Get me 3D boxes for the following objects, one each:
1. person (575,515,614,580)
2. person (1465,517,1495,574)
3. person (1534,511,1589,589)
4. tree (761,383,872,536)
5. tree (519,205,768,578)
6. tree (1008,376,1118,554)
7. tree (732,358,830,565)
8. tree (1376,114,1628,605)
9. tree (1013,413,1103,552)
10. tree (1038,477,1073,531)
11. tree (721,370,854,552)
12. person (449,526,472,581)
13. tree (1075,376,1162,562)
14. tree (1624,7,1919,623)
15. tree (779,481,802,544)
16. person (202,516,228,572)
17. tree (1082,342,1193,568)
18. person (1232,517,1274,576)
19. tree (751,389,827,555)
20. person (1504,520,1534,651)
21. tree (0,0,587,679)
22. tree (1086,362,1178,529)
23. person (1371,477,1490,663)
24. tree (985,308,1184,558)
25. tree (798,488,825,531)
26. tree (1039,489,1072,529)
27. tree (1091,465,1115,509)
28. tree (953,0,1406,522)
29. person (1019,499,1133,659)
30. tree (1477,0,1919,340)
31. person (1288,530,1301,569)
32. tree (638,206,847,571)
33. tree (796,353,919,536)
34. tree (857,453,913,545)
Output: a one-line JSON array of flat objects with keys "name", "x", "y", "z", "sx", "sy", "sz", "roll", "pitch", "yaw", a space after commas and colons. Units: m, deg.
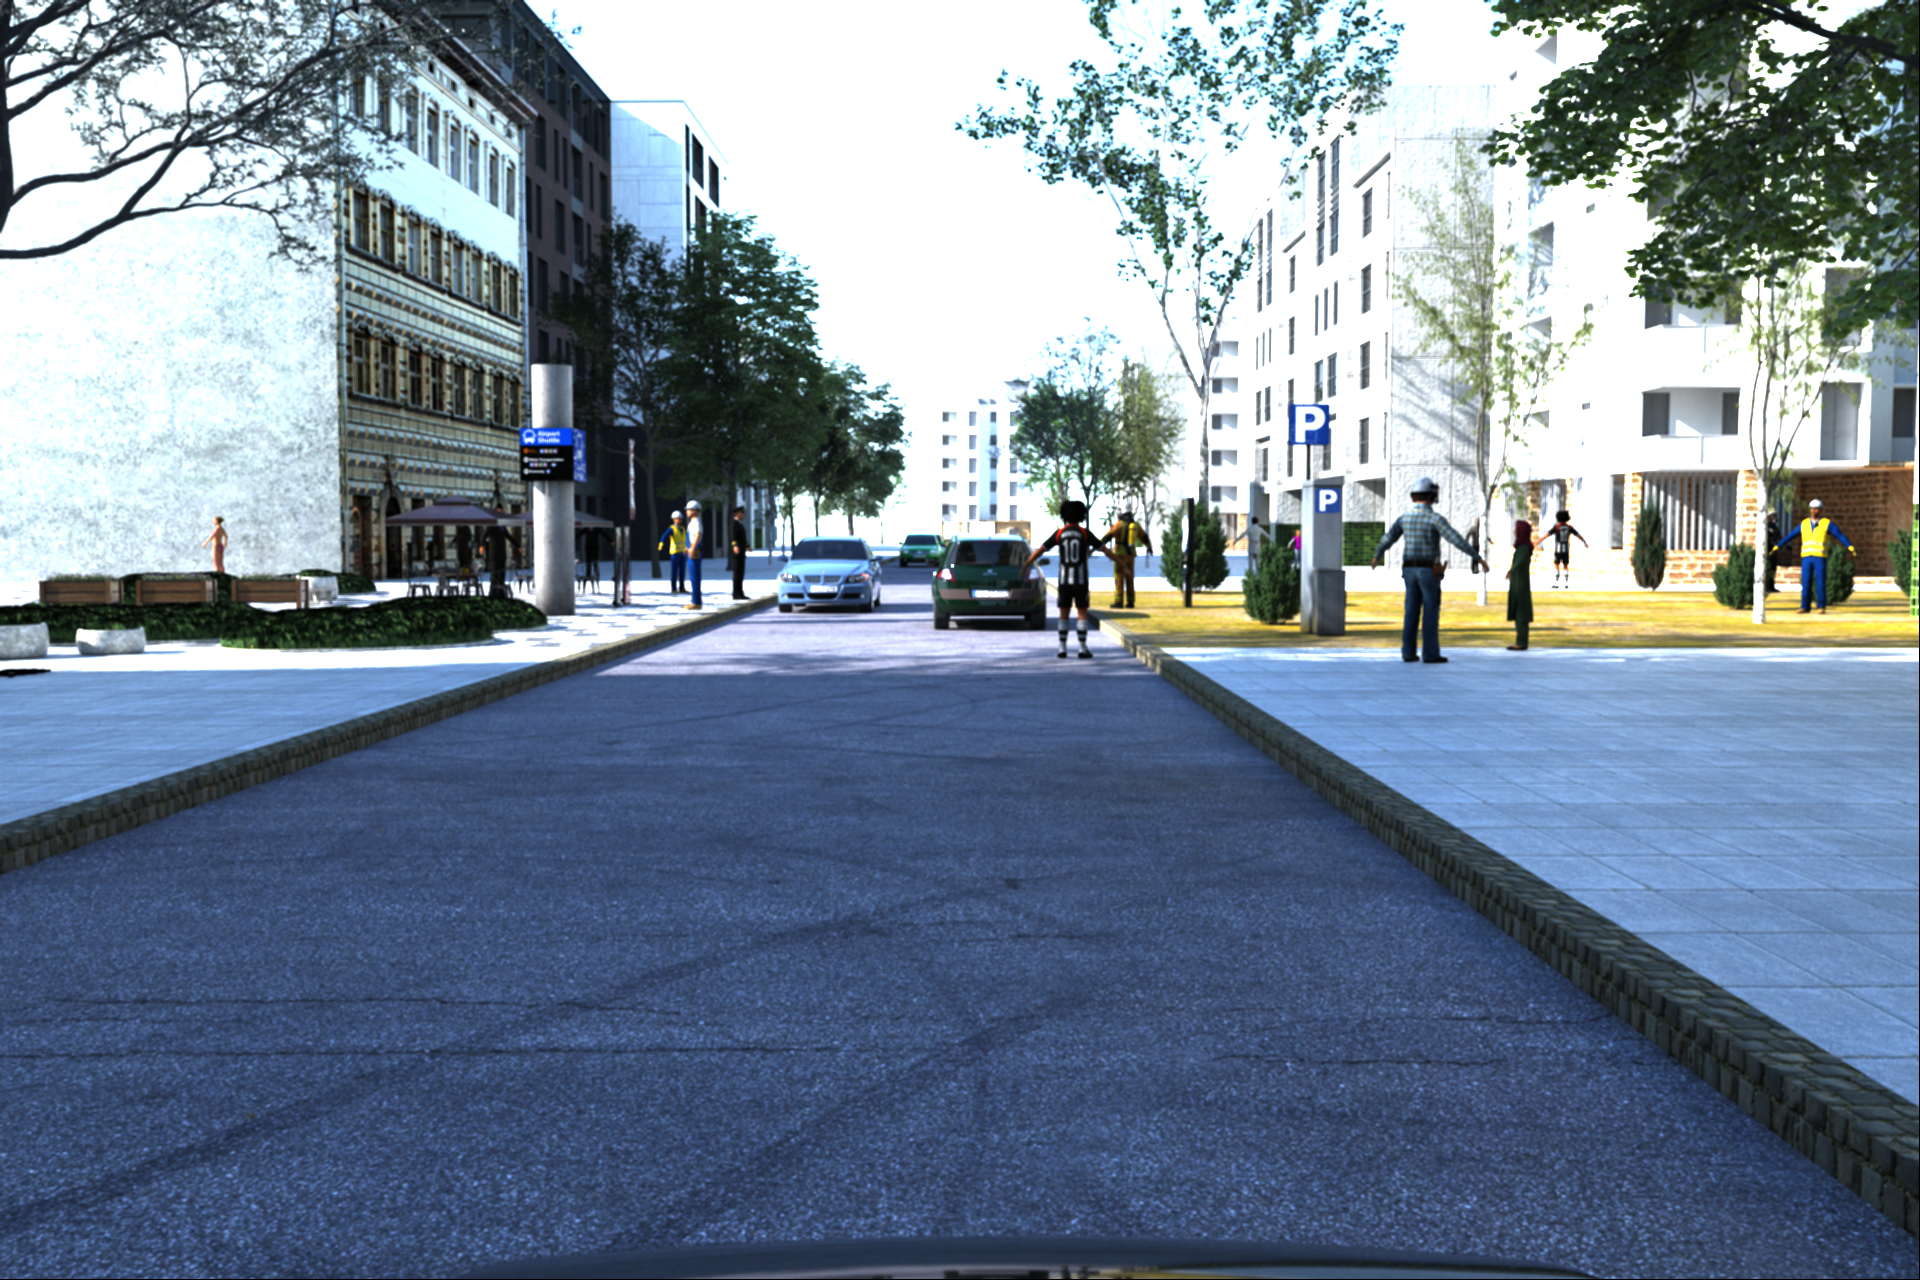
[{"name": "person", "x": -10.177, "y": -2.550, "z": 47.882, "sx": 1.347, "sy": 1.806, "sz": 0.705, "roll": 0, "pitch": 4, "yaw": -1}, {"name": "person", "x": 16.573, "y": -3.014, "z": 55.413, "sx": 1.348, "sy": 1.813, "sz": 0.705, "roll": -2, "pitch": 4, "yaw": -33}, {"name": "person", "x": 14.124, "y": -2.112, "z": 40.667, "sx": 1.345, "sy": 1.843, "sz": 0.704, "roll": 0, "pitch": 4, "yaw": 0}, {"name": "tree", "x": -8.839, "y": -10.356, "z": 103.729, "sx": 7.601, "sy": 10.594, "sz": 8.767, "roll": -3, "pitch": 5, "yaw": -43}, {"name": "tree", "x": -9.161, "y": -7.073, "z": 50.052, "sx": 7.601, "sy": 10.594, "sz": 8.767, "roll": -1, "pitch": 4, "yaw": -11}, {"name": "tree", "x": 6.749, "y": -11.456, "z": 113.057, "sx": 9.928, "sy": 11.665, "sz": 9.643, "roll": 0, "pitch": 3, "yaw": 0}, {"name": "tree", "x": -8.068, "y": -7.466, "z": 72.425, "sx": 4.360, "sy": 8.622, "sz": 3.978, "roll": 0, "pitch": 3, "yaw": 0}, {"name": "tree", "x": 9.282, "y": -4.950, "z": 31.292, "sx": 4.360, "sy": 8.622, "sz": 3.978, "roll": 0, "pitch": 3, "yaw": 0}, {"name": "tree", "x": 7.477, "y": -12.084, "z": 123.326, "sx": 9.928, "sy": 11.665, "sz": 9.643, "roll": 0, "pitch": 3, "yaw": 0}, {"name": "tree", "x": 11.659, "y": -15.910, "z": 210.488, "sx": 4.737, "sy": 8.622, "sz": 4.395, "roll": 0, "pitch": 3, "yaw": 0}, {"name": "tree", "x": -8.929, "y": -9.491, "z": 89.585, "sx": 7.601, "sy": 10.594, "sz": 8.767, "roll": 0, "pitch": 4, "yaw": 0}, {"name": "person", "x": -13.639, "y": -2.528, "z": 47.475, "sx": 0.704, "sy": 1.812, "sz": 1.346, "roll": -3, "pitch": 5, "yaw": -39}, {"name": "tree", "x": 6.947, "y": -7.947, "z": 80.300, "sx": 4.360, "sy": 8.622, "sz": 3.978, "roll": 0, "pitch": 3, "yaw": 0}, {"name": "tree", "x": 11.305, "y": -4.552, "z": 24.795, "sx": 4.360, "sy": 8.622, "sz": 3.978, "roll": 0, "pitch": 3, "yaw": 0}, {"name": "tree", "x": -21.316, "y": -16.167, "z": 214.697, "sx": 4.737, "sy": 8.622, "sz": 4.395, "roll": 0, "pitch": 3, "yaw": 0}, {"name": "person", "x": -18.940, "y": -2.279, "z": 44.069, "sx": 0.721, "sy": 1.733, "sz": 1.217, "roll": 0, "pitch": 4, "yaw": 2}, {"name": "tree", "x": 7.338, "y": -7.067, "z": 65.910, "sx": 4.360, "sy": 8.622, "sz": 3.978, "roll": 0, "pitch": 3, "yaw": 0}, {"name": "person", "x": 9.073, "y": -2.890, "z": 53.446, "sx": 1.347, "sy": 1.806, "sz": 0.705, "roll": 0, "pitch": 4, "yaw": -8}, {"name": "tree", "x": -8.386, "y": -8.022, "z": 81.517, "sx": 4.360, "sy": 8.622, "sz": 3.978, "roll": 0, "pitch": 3, "yaw": 0}, {"name": "person", "x": 6.149, "y": -0.609, "z": 19.172, "sx": 0.599, "sy": 1.438, "sz": 0.989, "roll": 2, "pitch": 4, "yaw": 26}, {"name": "tree", "x": -9.001, "y": -6.411, "z": 15.198, "sx": 12.009, "sy": 13.543, "sz": 11.850, "roll": 0, "pitch": 3, "yaw": 0}, {"name": "tree", "x": 7.414, "y": -7.597, "z": 74.570, "sx": 4.737, "sy": 8.622, "sz": 4.395, "roll": 0, "pitch": 3, "yaw": 0}, {"name": "person", "x": 4.650, "y": -0.703, "z": 17.331, "sx": 0.704, "sy": 1.849, "sz": 1.345, "roll": -3, "pitch": 5, "yaw": -42}, {"name": "tree", "x": 6.966, "y": -11.197, "z": 93.442, "sx": 12.009, "sy": 13.543, "sz": 11.850, "roll": 0, "pitch": 3, "yaw": 0}, {"name": "tree", "x": -17.220, "y": -15.890, "z": 210.165, "sx": 4.360, "sy": 8.622, "sz": 3.978, "roll": 0, "pitch": 3, "yaw": 0}, {"name": "tree", "x": 11.997, "y": -16.288, "z": 216.677, "sx": 4.737, "sy": 8.622, "sz": 4.395, "roll": 0, "pitch": 3, "yaw": 0}, {"name": "tree", "x": 20.148, "y": -17.785, "z": 216.536, "sx": 9.928, "sy": 11.665, "sz": 9.643, "roll": 0, "pitch": 3, "yaw": 0}, {"name": "tree", "x": 5.986, "y": -12.030, "z": 52.575, "sx": 12.611, "sy": 20.169, "sz": 13.585, "roll": 0, "pitch": 3, "yaw": 0}, {"name": "person", "x": 1.318, "y": -0.697, "z": 20.004, "sx": 1.345, "sy": 1.843, "sz": 0.704, "roll": 1, "pitch": 4, "yaw": 14}, {"name": "tree", "x": 7.352, "y": -5.731, "z": 11.835, "sx": 7.486, "sy": 12.596, "sz": 7.792, "roll": 0, "pitch": 3, "yaw": 0}, {"name": "person", "x": 11.550, "y": -3.036, "z": 58.897, "sx": 0.991, "sy": 1.433, "sz": 0.599, "roll": -2, "pitch": 4, "yaw": -25}, {"name": "tree", "x": -7.614, "y": -8.710, "z": 60.529, "sx": 7.486, "sy": 12.596, "sz": 7.792, "roll": 0, "pitch": 3, "yaw": 0}, {"name": "tree", "x": -7.646, "y": -13.120, "z": 121.170, "sx": 9.857, "sy": 13.997, "sz": 8.962, "roll": 0, "pitch": 3, "yaw": 0}, {"name": "tree", "x": -9.694, "y": -17.527, "z": 212.313, "sx": 9.928, "sy": 11.665, "sz": 9.643, "roll": 0, "pitch": 3, "yaw": 0}]
